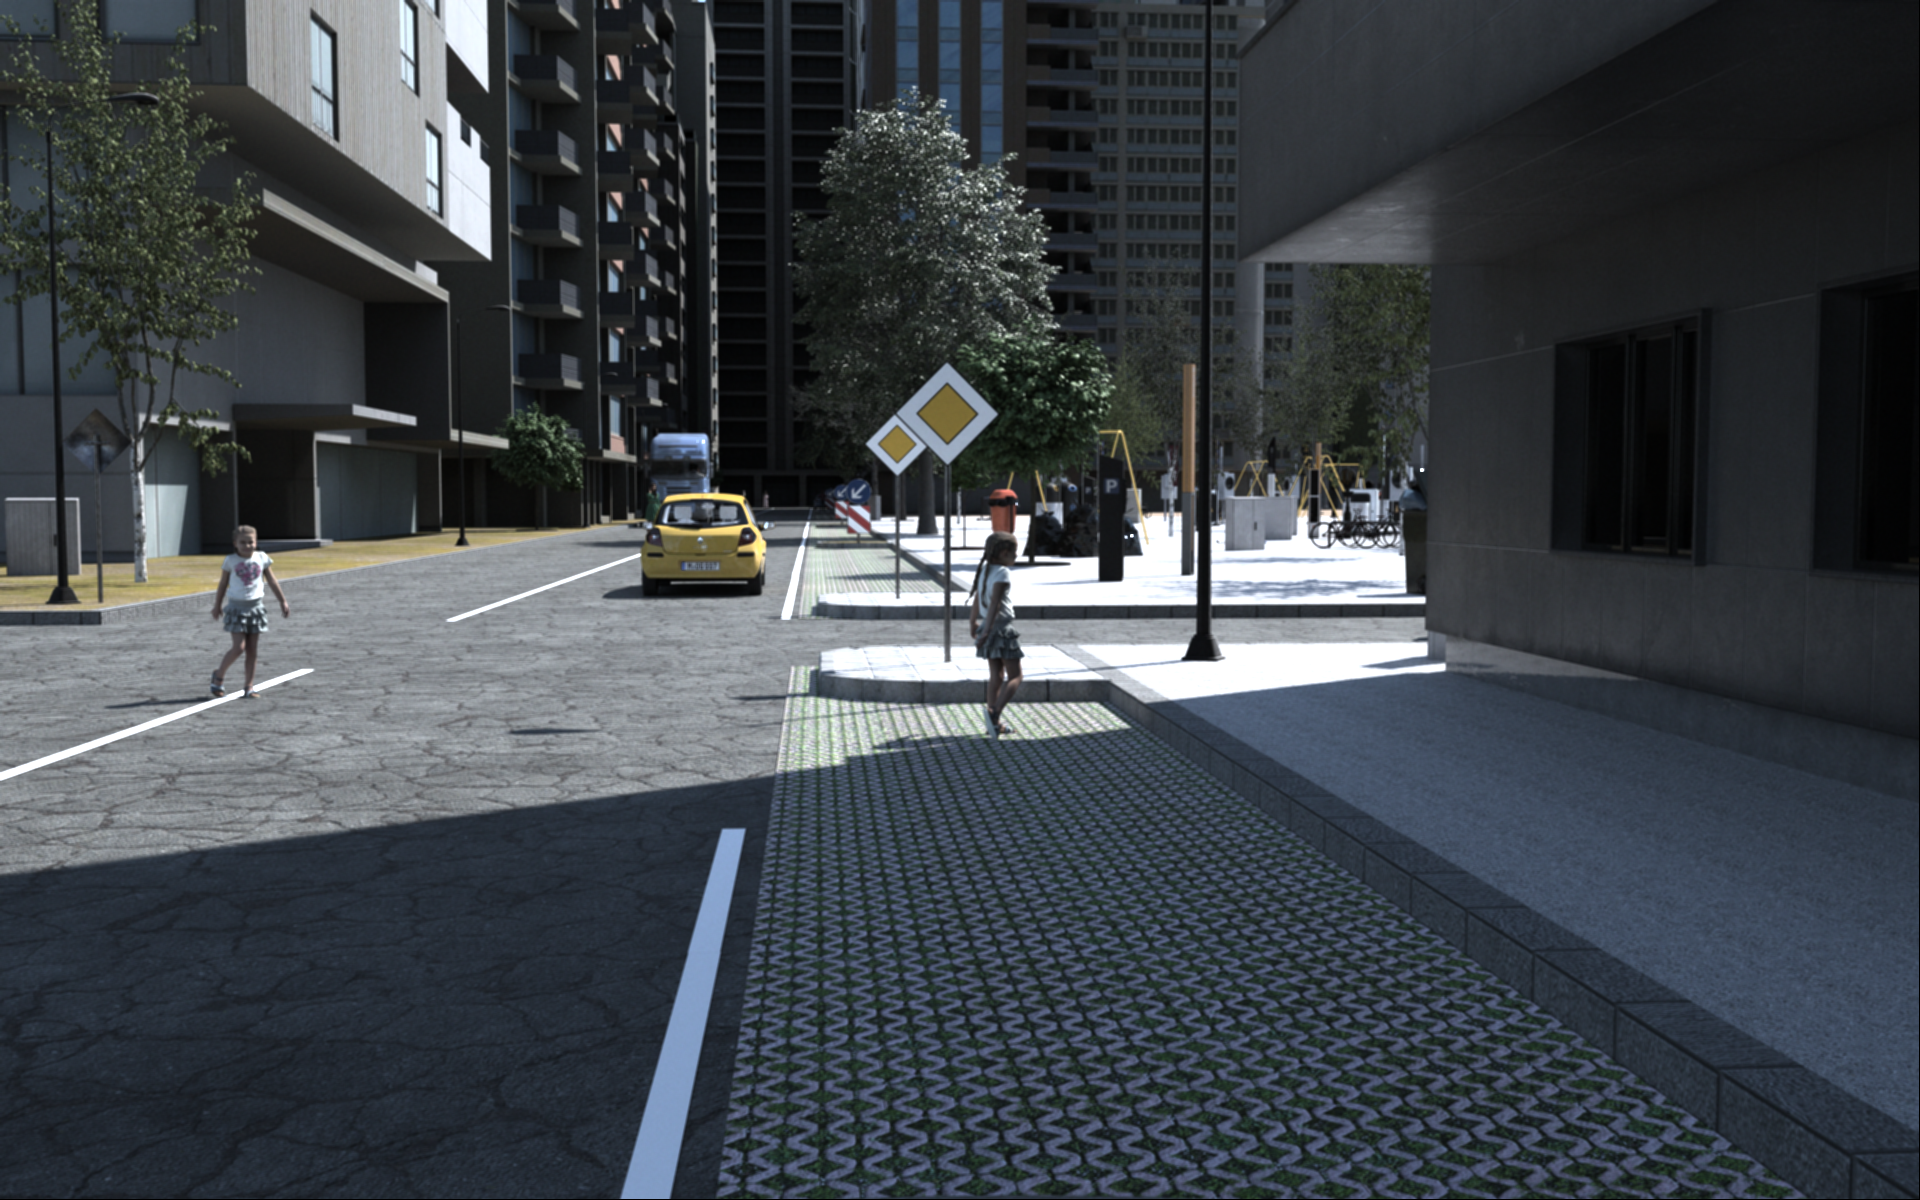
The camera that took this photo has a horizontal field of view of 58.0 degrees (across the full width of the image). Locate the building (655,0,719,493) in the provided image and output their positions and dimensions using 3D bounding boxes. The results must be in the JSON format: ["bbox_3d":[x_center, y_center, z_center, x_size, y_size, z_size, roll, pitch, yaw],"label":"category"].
[{"bbox_3d":[-33.484,-32.728,158.803,21.600,48.544,21.300,0,4,-5],"label":"building"}]

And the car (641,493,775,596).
[{"bbox_3d":[-3.780,-0.959,25.897,2.015,1.641,3.980,0,4,-5],"label":"car"}]

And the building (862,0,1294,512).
[{"bbox_3d":[8.671,-27.021,133.666,32.217,40.220,23.993,0,4,-5],"label":"building"}]

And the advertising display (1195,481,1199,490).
[{"bbox_3d":[11.473,-4.875,84.914,0.123,1.923,0.974,3,5,42],"label":"advertising display"}]

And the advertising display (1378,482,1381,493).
[{"bbox_3d":[22.913,-5.363,92.907,0.974,1.923,0.123,0,4,1],"label":"advertising display"}]

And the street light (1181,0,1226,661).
[{"bbox_3d":[1.352,-2.489,13.232,1.470,5.913,1.316,0,4,-5],"label":"street light"}]

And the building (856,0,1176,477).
[{"bbox_3d":[4.253,-34.834,158.778,28.713,52.752,27.495,0,4,-5],"label":"building"}]

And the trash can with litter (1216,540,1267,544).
[{"bbox_3d":[7.187,-2.093,45.277,1.678,1.210,2.233,2,4,30],"label":"trash can with litter"}]

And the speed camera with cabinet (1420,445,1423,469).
[{"bbox_3d":[18.338,-4.668,70.658,0.660,3.252,2.038,-1,4,-11],"label":"speed camera with cabinet"}]

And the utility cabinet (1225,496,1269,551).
[{"bbox_3d":[6.496,-1.728,39.418,1.020,1.237,0.306,-3,4,-36],"label":"utility cabinet"}]

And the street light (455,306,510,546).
[{"bbox_3d":[-11.799,-4.298,42.808,1.470,5.913,1.316,0,4,-5],"label":"street light"}]

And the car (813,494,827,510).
[{"bbox_3d":[-12.505,-8.970,158.653,2.014,1.417,4.499,0,4,-5],"label":"car"}]

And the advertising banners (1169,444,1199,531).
[{"bbox_3d":[7.953,-3.941,60.621,0.090,3.025,2.074,-2,4,-31],"label":"advertising banners"}]

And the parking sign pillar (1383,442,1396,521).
[{"bbox_3d":[20.080,-5.657,80.959,1.447,3.967,1.447,0,4,5],"label":"parking sign pillar"}]

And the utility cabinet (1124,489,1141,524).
[{"bbox_3d":[7.197,-4.028,74.534,1.173,1.500,0.318,2,4,28],"label":"utility cabinet"}]

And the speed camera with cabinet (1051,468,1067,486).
[{"bbox_3d":[5.695,-5.894,90.699,2.038,3.252,0.660,-3,5,-40],"label":"speed camera with cabinet"}]

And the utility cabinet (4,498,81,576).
[{"bbox_3d":[-14.514,-0.994,27.420,1.020,1.237,0.306,-1,4,-21],"label":"utility cabinet"}]

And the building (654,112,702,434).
[{"bbox_3d":[-27.086,-21.962,130.782,14.160,30.474,14.107,0,4,-5],"label":"building"}]

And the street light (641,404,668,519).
[{"bbox_3d":[-15.705,-7.122,88.981,1.470,5.913,1.316,0,4,-5],"label":"street light"}]

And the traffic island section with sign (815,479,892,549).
[{"bbox_3d":[-2.817,-2.287,46.022,1.989,1.847,2.006,0,4,-5],"label":"traffic island section with sign"}]

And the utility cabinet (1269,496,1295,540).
[{"bbox_3d":[8.736,-2.270,48.277,1.020,1.237,0.306,1,4,15],"label":"utility cabinet"}]

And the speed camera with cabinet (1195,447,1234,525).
[{"bbox_3d":[10.498,-4.723,71.550,2.038,3.252,0.660,-3,5,-43],"label":"speed camera with cabinet"}]

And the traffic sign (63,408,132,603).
[{"bbox_3d":[-10.128,-1.022,20.357,0.795,2.450,0.064,0,4,-5],"label":"traffic sign"}]

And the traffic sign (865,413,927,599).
[{"bbox_3d":[-0.764,-1.069,21.118,0.795,2.450,0.064,0,4,-5],"label":"traffic sign"}]

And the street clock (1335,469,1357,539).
[{"bbox_3d":[11.150,-2.767,49.809,0.471,2.002,0.358,2,4,28],"label":"street clock"}]

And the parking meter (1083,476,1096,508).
[{"bbox_3d":[4.195,-3.062,55.773,0.399,1.863,0.255,2,4,32],"label":"parking meter"}]

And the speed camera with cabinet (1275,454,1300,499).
[{"bbox_3d":[16.351,-5.649,86.696,0.660,3.252,2.038,-1,4,-11],"label":"speed camera with cabinet"}]

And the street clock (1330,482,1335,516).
[{"bbox_3d":[21.100,-5.695,97.680,0.358,2.002,0.471,-1,4,-20],"label":"street clock"}]

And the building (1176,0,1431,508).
[{"bbox_3d":[35.160,-38.062,164.318,28.212,58.520,21.231,0,4,-5],"label":"building"}]

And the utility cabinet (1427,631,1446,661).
[{"bbox_3d":[4.044,-0.156,13.714,0.306,1.237,1.020,3,5,39],"label":"utility cabinet"}]

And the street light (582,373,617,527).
[{"bbox_3d":[-13.848,-5.748,66.524,1.470,5.913,1.316,0,4,-5],"label":"street light"}]

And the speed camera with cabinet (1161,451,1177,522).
[{"bbox_3d":[10.350,-5.241,80.027,2.038,3.252,0.660,1,4,15],"label":"speed camera with cabinet"}]

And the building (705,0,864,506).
[{"bbox_3d":[-16.680,-45.888,188.527,20.611,71.187,20.563,0,4,-5],"label":"building"}]

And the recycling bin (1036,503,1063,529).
[{"bbox_3d":[2.583,-2.367,51.251,0.722,1.027,0.722,2,4,28],"label":"recycling bin"}]

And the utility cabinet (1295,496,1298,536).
[{"bbox_3d":[10.191,-2.611,53.850,0.306,1.237,1.020,-1,4,-8],"label":"utility cabinet"}]

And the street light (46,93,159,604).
[{"bbox_3d":[-9.983,-2.914,20.187,1.470,5.913,1.316,0,4,-5],"label":"street light"}]

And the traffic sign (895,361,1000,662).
[{"bbox_3d":[-0.098,-0.582,13.160,0.795,2.450,0.064,0,4,-5],"label":"traffic sign"}]

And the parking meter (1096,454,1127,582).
[{"bbox_3d":[2.248,-1.209,25.482,0.399,1.863,0.255,1,4,9],"label":"parking meter"}]

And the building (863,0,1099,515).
[{"bbox_3d":[0.905,-28.353,113.676,14.600,45.320,14.200,0,4,-5],"label":"building"}]

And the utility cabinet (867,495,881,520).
[{"bbox_3d":[-4.196,-4.499,84.718,0.306,1.237,1.020,-2,4,-27],"label":"utility cabinet"}]

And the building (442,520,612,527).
[{"bbox_3d":[-25.525,-25.930,78.579,22.147,44.769,28.867,0,4,-5],"label":"building"}]

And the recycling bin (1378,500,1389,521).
[{"bbox_3d":[19.179,-4.061,78.954,0.722,1.027,0.722,1,4,16],"label":"recycling bin"}]

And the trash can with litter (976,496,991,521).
[{"bbox_3d":[1.661,-4.483,84.354,2.233,1.210,1.678,-2,4,-27],"label":"trash can with litter"}]

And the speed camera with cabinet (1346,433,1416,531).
[{"bbox_3d":[13.534,-3.766,55.910,2.038,3.252,0.660,1,4,20],"label":"speed camera with cabinet"}]

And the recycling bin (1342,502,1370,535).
[{"bbox_3d":[12.153,-2.485,53.176,0.722,1.027,0.722,1,4,22],"label":"recycling bin"}]

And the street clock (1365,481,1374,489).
[{"bbox_3d":[22.859,-5.634,96.687,0.358,2.002,0.471,-3,4,-37],"label":"street clock"}]

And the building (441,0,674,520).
[{"bbox_3d":[-29.633,-27.767,108.611,22.147,44.769,28.867,0,4,-5],"label":"building"}]
